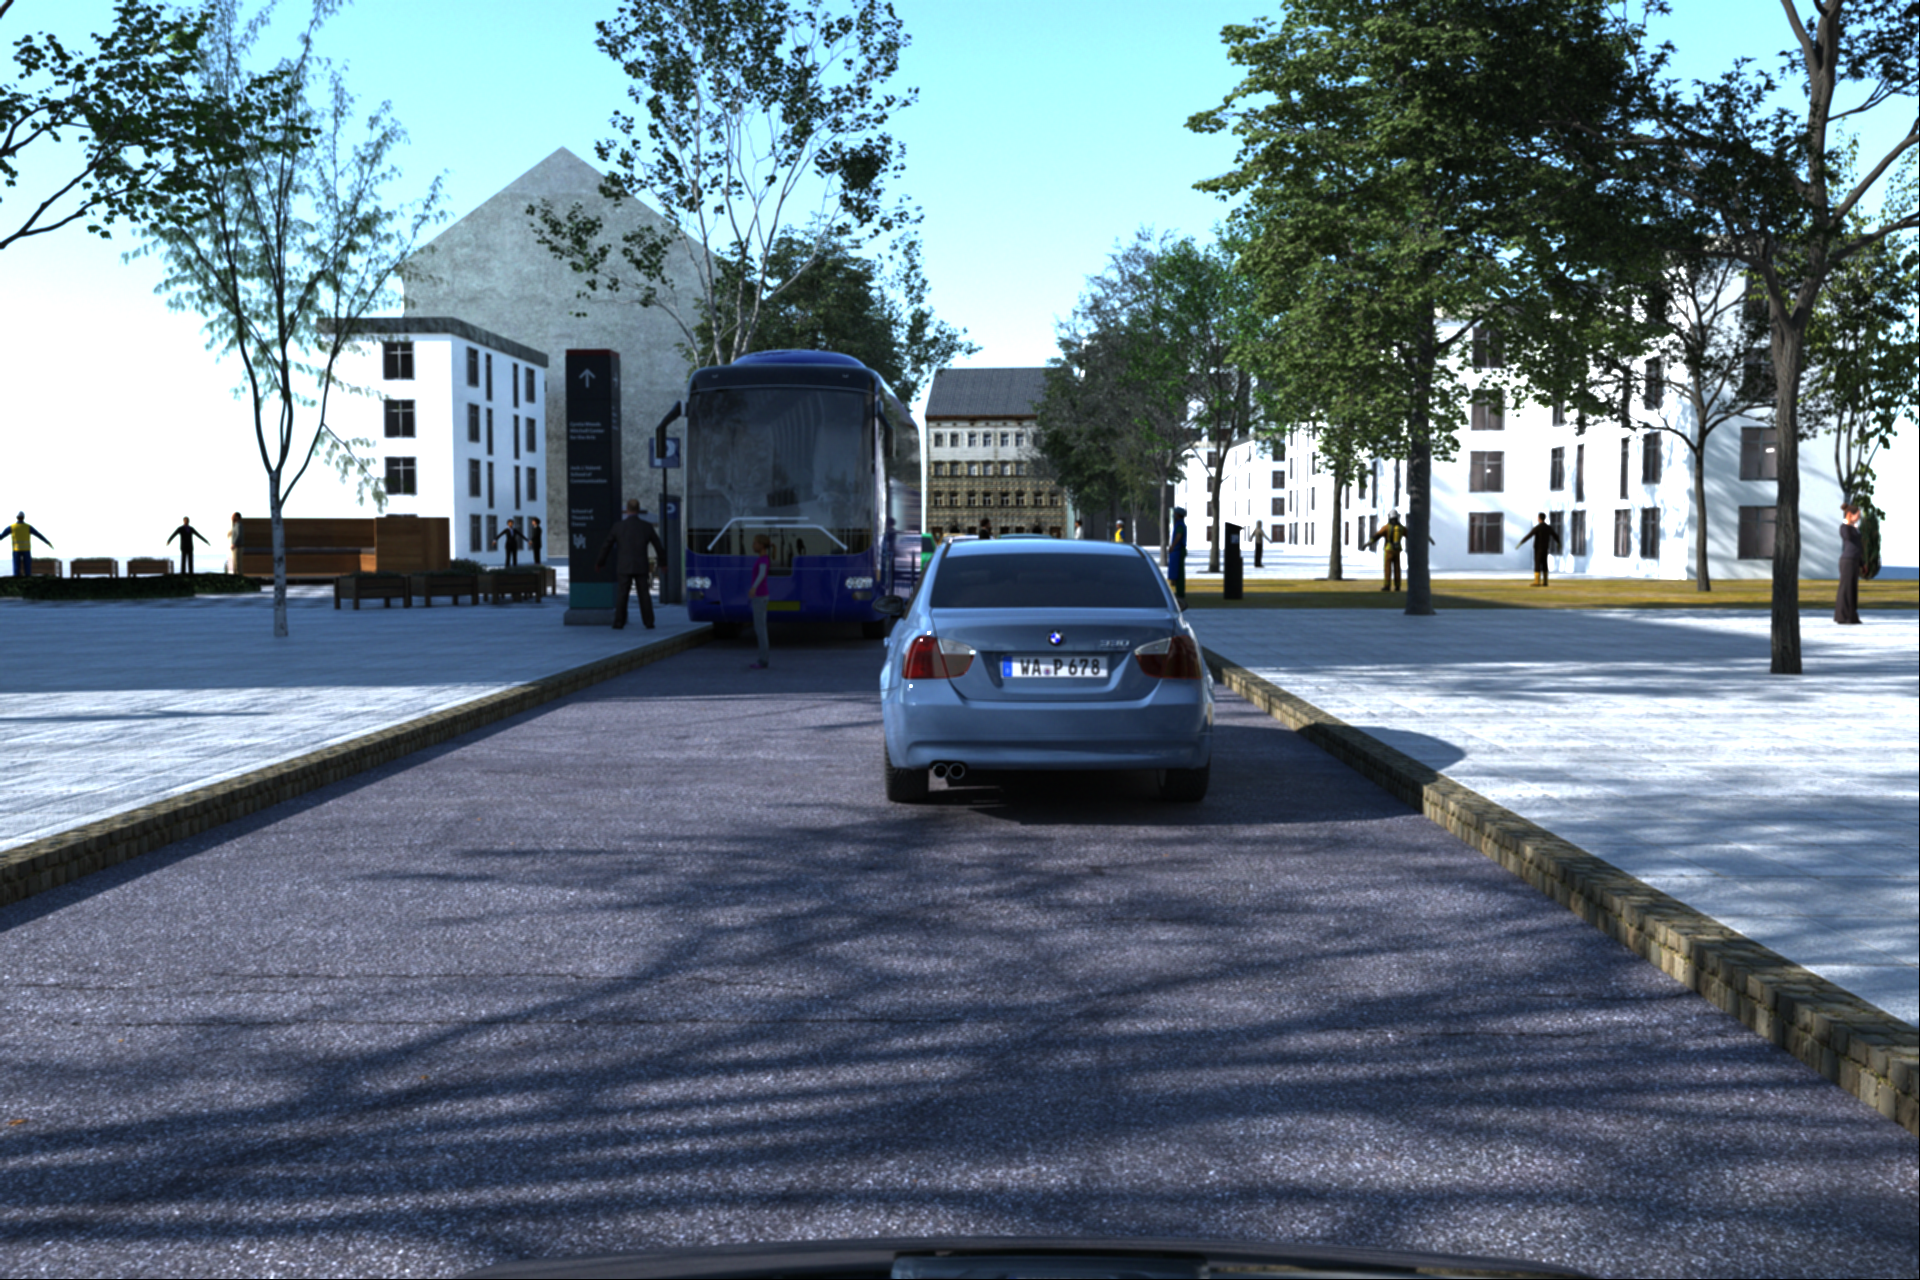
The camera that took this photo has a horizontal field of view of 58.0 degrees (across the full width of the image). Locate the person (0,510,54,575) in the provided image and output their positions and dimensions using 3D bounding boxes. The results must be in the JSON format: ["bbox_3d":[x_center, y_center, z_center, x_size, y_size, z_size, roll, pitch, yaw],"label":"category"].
[{"bbox_3d":[-22.012,-2.120,40.627,1.349,1.833,0.705,-2,4,-25],"label":"person"}]

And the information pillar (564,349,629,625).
[{"bbox_3d":[-5.186,-2.154,24.598,0.750,3.857,0.750,0,4,2],"label":"information pillar"}]

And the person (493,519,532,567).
[{"bbox_3d":[-13.853,-2.864,53.547,1.216,1.740,0.721,-2,4,-30],"label":"person"}]

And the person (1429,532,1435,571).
[{"bbox_3d":[16.057,-3.308,59.862,0.705,1.856,1.354,0,4,-6],"label":"person"}]

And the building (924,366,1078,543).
[{"bbox_3d":[5.798,-24.072,226.965,18.063,23.208,19.493,0,4,8],"label":"building"}]

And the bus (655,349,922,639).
[{"bbox_3d":[-2.106,-2.162,26.889,2.896,3.916,12.251,0,4,1],"label":"bus"}]

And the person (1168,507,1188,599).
[{"bbox_3d":[4.268,-1.703,33.963,0.704,1.817,1.347,1,4,13],"label":"person"}]

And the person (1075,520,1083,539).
[{"bbox_3d":[4.511,-3.668,66.164,0.705,1.806,1.347,0,4,4],"label":"person"}]

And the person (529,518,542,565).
[{"bbox_3d":[-13.933,-3.102,56.908,0.705,1.806,1.347,0,4,-3],"label":"person"}]

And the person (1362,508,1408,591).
[{"bbox_3d":[9.727,-2.031,38.972,1.354,1.858,0.705,-1,4,-9],"label":"person"}]

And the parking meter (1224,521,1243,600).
[{"bbox_3d":[5.374,-1.566,34.022,0.372,1.533,0.369,0,3,0],"label":"parking meter"}]

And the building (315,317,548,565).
[{"bbox_3d":[-23.802,-8.509,81.275,9.099,9.664,28.070,0,4,1],"label":"building"}]

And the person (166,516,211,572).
[{"bbox_3d":[-22.888,-2.758,51.310,0.704,1.802,1.346,3,4,39],"label":"person"}]

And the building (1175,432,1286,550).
[{"bbox_3d":[25.286,-13.126,156.755,9.099,9.664,28.070,0,4,1],"label":"building"}]

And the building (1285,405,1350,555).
[{"bbox_3d":[26.748,-10.070,106.794,9.099,9.664,28.070,0,4,1],"label":"building"}]

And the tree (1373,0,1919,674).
[{"bbox_3d":[7.278,-4.966,15.602,7.601,10.594,8.767,-1,4,-12],"label":"tree"}]

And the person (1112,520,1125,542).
[{"bbox_3d":[5.600,-3.376,61.668,0.721,1.772,1.216,-1,4,-13],"label":"person"}]

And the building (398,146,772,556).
[{"bbox_3d":[-22.436,-16.924,107.635,19.493,23.208,18.063,0,4,0],"label":"building"}]

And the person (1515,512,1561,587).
[{"bbox_3d":[14.232,-2.221,42.459,1.346,1.812,0.704,-1,4,-21],"label":"person"}]

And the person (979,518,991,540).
[{"bbox_3d":[0.640,-2.012,41.533,0.705,1.806,1.347,0,4,7],"label":"person"}]

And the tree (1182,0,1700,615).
[{"bbox_3d":[7.343,-6.644,26.756,7.486,12.596,7.792,0,3,0],"label":"tree"}]

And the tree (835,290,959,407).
[{"bbox_3d":[-7.305,-16.841,131.235,12.611,20.169,13.585,0,3,0],"label":"tree"}]

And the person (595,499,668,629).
[{"bbox_3d":[-4.457,-1.033,23.492,0.990,1.755,0.434,-1,4,-15],"label":"person"}]

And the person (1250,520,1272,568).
[{"bbox_3d":[11.494,-3.690,66.456,0.705,1.813,1.348,-2,4,-25],"label":"person"}]

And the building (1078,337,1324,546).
[{"bbox_3d":[27.231,-21.521,195.845,27.936,21.610,32.646,0,4,1],"label":"building"}]

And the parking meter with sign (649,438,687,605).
[{"bbox_3d":[-5.314,-2.198,32.205,0.543,3.016,1.738,0,4,2],"label":"parking meter with sign"}]

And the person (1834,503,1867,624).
[{"bbox_3d":[12.664,-1.082,24.530,0.445,1.727,0.742,1,4,16],"label":"person"}]

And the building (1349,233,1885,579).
[{"bbox_3d":[21.438,-7.366,62.584,9.099,9.664,28.070,0,4,1],"label":"building"}]

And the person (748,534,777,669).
[{"bbox_3d":[-2.183,-0.411,18.443,0.599,1.433,0.991,0,4,-5],"label":"person"}]

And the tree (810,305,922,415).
[{"bbox_3d":[-6.621,-11.471,94.208,9.857,13.997,8.962,0,3,0],"label":"tree"}]

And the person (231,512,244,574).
[{"bbox_3d":[-16.771,-2.072,40.147,0.705,1.796,1.348,-1,4,-22],"label":"person"}]
